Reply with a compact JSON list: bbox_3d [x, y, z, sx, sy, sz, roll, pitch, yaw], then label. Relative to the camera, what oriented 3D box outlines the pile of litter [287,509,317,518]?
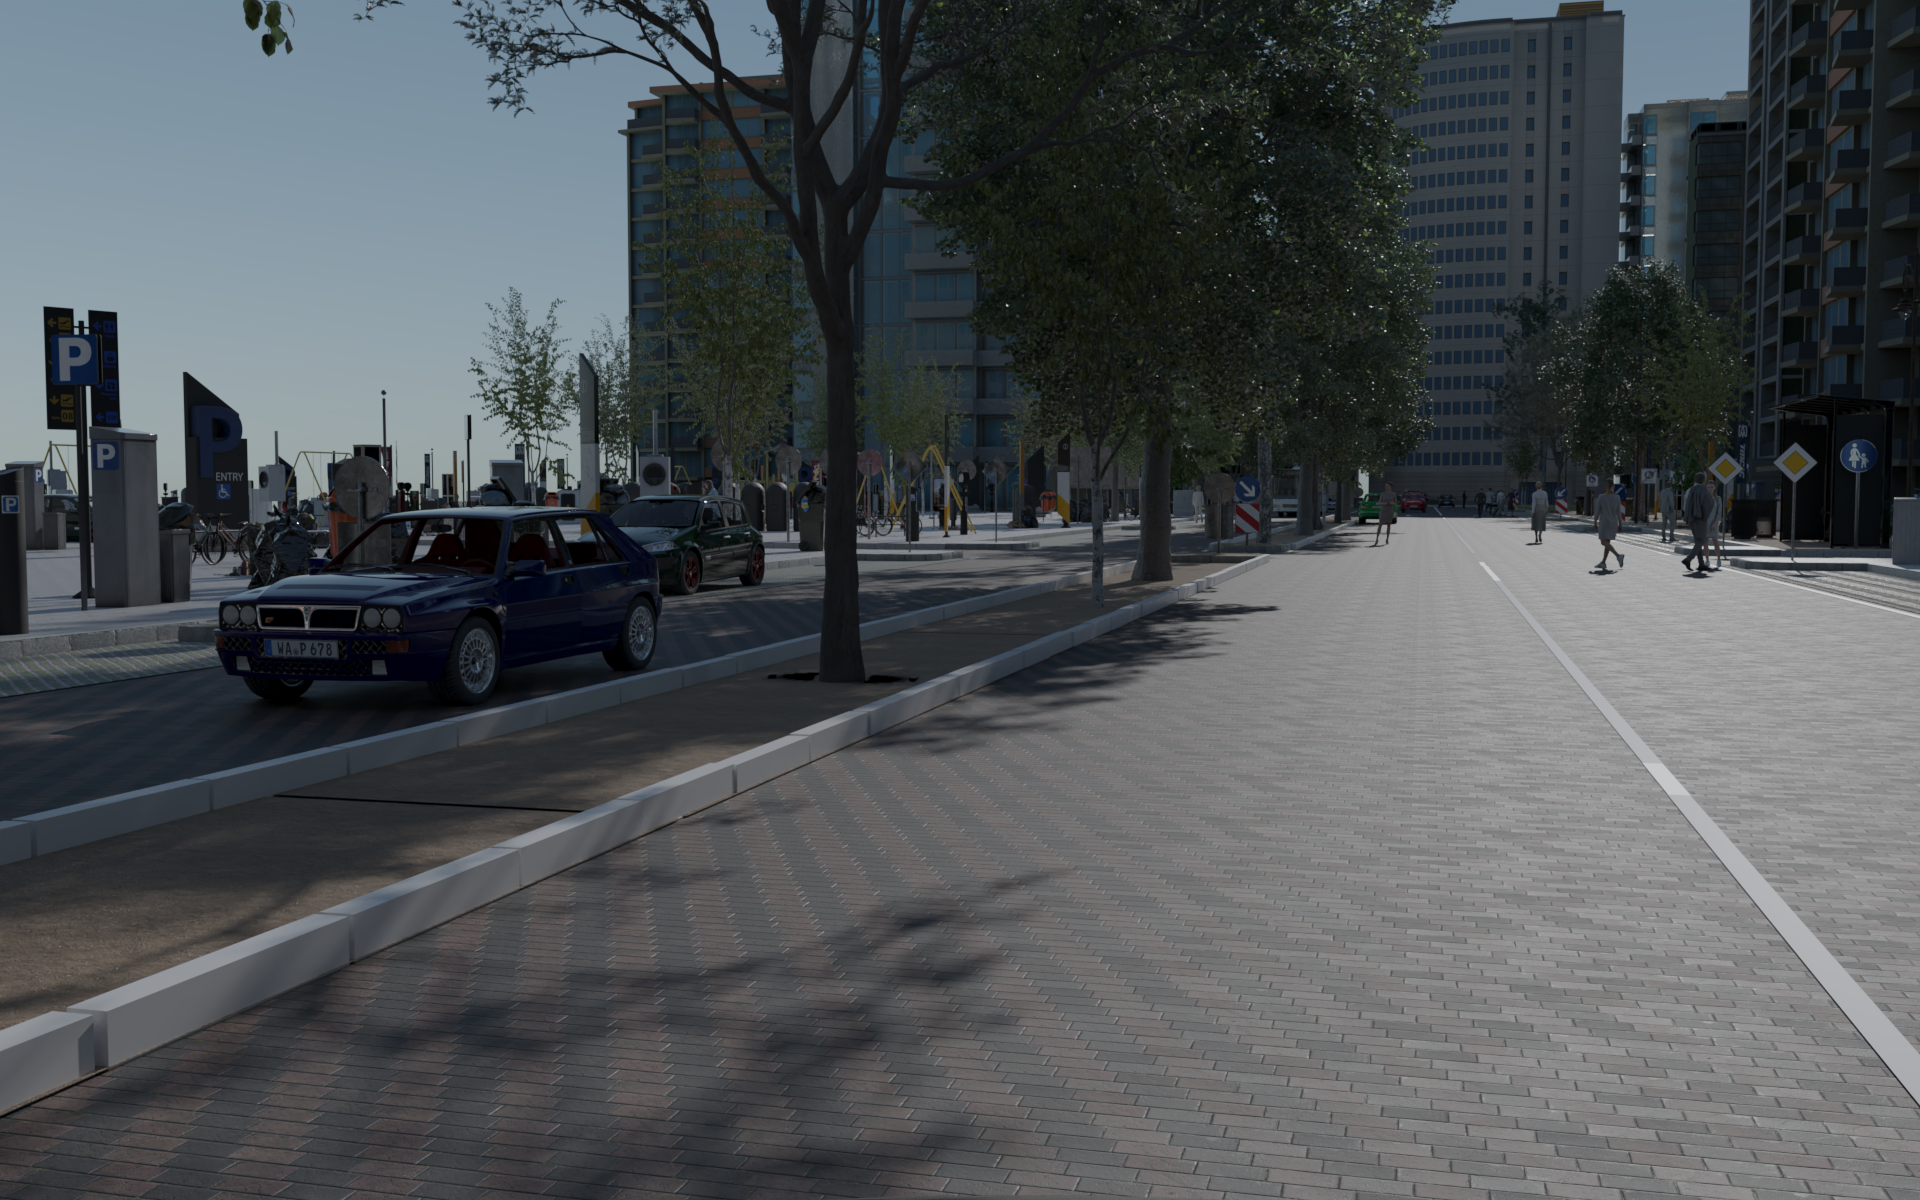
[{"bbox_3d":[-15.443,-1.656,41.041,1.719,0.858,1.176,0,4,5],"label":"pile of litter"}]

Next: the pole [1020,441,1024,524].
[{"bbox_3d":[2.398,-4.476,67.028,0.158,3.312,0.155,0,3,0],"label":"pole"}]

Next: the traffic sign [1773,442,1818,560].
[{"bbox_3d":[16.131,-1.827,33.511,0.795,2.450,0.064,1,4,15],"label":"traffic sign"}]

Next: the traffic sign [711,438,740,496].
[{"bbox_3d":[-5.374,-2.414,39.572,0.768,2.556,0.104,2,4,24],"label":"traffic sign"}]

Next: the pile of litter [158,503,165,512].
[{"bbox_3d":[-37.115,-4.093,80.880,1.176,0.858,1.719,-3,5,-42],"label":"pile of litter"}]

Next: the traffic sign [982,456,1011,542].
[{"bbox_3d":[0.961,-2.581,45.842,0.795,2.450,0.064,1,4,15],"label":"traffic sign"}]

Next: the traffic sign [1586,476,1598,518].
[{"bbox_3d":[34.346,-5.628,94.146,0.606,2.300,0.079,1,4,20],"label":"traffic sign"}]

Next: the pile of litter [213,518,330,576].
[{"bbox_3d":[-10.967,-0.825,27.458,1.719,0.858,1.176,2,4,25],"label":"pile of litter"}]

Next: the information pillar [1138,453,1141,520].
[{"bbox_3d":[9.043,-5.843,86.886,0.183,3.616,0.504,0,4,3],"label":"information pillar"}]

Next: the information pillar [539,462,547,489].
[{"bbox_3d":[-27.504,-7.521,114.319,0.504,3.616,0.183,-3,5,-40],"label":"information pillar"}]

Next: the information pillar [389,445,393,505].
[{"bbox_3d":[-26.918,-5.539,81.923,0.183,3.616,0.504,0,4,-6],"label":"information pillar"}]

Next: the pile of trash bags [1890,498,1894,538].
[{"bbox_3d":[26.774,-2.570,51.769,3.447,1.369,1.912,3,4,38],"label":"pile of trash bags"}]

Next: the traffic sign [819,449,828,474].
[{"bbox_3d":[-3.516,-2.886,47.299,0.768,2.556,0.104,1,4,22],"label":"traffic sign"}]

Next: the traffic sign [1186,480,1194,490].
[{"bbox_3d":[15.877,-7.297,119.306,0.884,2.594,0.081,1,4,17],"label":"traffic sign"}]

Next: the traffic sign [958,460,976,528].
[{"bbox_3d":[0.241,-3.961,64.862,0.768,2.556,0.104,2,4,25],"label":"traffic sign"}]

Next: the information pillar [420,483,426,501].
[{"bbox_3d":[-36.071,-6.845,116.409,0.304,2.012,0.304,1,4,17],"label":"information pillar"}]

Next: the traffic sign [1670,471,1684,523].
[{"bbox_3d":[31.314,-4.498,75.672,0.606,2.300,0.079,2,4,24],"label":"traffic sign"}]

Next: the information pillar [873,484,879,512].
[{"bbox_3d":[-6.007,-7.308,123.971,0.304,2.012,0.304,-3,5,-43],"label":"information pillar"}]

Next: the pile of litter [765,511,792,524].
[{"bbox_3d":[-7.959,-3.666,73.911,1.719,0.858,1.176,-1,4,-13],"label":"pile of litter"}]

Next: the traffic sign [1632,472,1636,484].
[{"bbox_3d":[37.773,-5.890,96.402,0.768,2.556,0.104,1,4,19],"label":"traffic sign"}]

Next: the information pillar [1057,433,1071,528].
[{"bbox_3d":[3.925,-4.522,65.289,0.504,3.616,0.183,2,4,27],"label":"information pillar"}]

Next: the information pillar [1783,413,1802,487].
[{"bbox_3d":[23.310,-3.498,48.549,0.504,3.616,0.183,1,4,19],"label":"information pillar"}]

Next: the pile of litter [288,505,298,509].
[{"bbox_3d":[-26.598,-3.327,68.354,1.176,0.858,1.719,-1,4,-10],"label":"pile of litter"}]

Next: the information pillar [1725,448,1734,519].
[{"bbox_3d":[39.283,-5.930,88.311,0.183,3.616,0.504,0,4,-2],"label":"information pillar"}]

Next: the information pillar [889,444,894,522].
[{"bbox_3d":[-3.153,-5.446,80.399,0.183,3.616,0.504,-1,4,-16],"label":"information pillar"}]

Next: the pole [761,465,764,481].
[{"bbox_3d":[-14.033,-7.918,123.298,0.158,3.312,0.155,0,3,0],"label":"pole"}]

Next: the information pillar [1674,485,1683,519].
[{"bbox_3d":[36.552,-5.117,88.160,0.304,2.012,0.304,0,4,-1],"label":"information pillar"}]

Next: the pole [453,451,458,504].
[{"bbox_3d":[-23.710,-5.354,81.375,0.158,3.312,0.155,0,3,0],"label":"pole"}]

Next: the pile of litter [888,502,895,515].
[{"bbox_3d":[-3.948,-5.519,104.194,1.176,0.858,1.719,-3,5,-43],"label":"pile of litter"}]

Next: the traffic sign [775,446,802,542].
[{"bbox_3d":[-4.584,-2.819,46.194,0.768,2.556,0.104,1,4,19],"label":"traffic sign"}]

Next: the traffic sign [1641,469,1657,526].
[{"bbox_3d":[27.792,-4.146,69.910,0.606,2.300,0.079,1,4,16],"label":"traffic sign"}]

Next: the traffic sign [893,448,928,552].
[{"bbox_3d":[-1.103,-2.109,38.127,0.795,2.450,0.064,1,4,15],"label":"traffic sign"}]

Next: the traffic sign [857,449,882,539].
[{"bbox_3d":[-2.569,-2.985,48.915,0.768,2.556,0.104,1,4,18],"label":"traffic sign"}]

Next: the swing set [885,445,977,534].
[{"bbox_3d":[-0.935,-3.626,56.900,2.862,2.851,3.119,0,4,-2],"label":"swing set"}]

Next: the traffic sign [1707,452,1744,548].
[{"bbox_3d":[18.196,-2.299,41.226,0.795,2.450,0.064,1,4,15],"label":"traffic sign"}]

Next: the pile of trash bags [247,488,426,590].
[{"bbox_3d":[-8.110,-0.774,22.415,1.912,1.369,3.447,-2,4,-27],"label":"pile of trash bags"}]

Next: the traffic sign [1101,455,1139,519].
[{"bbox_3d":[8.067,-5.766,88.139,2.265,3.308,0.079,1,4,19],"label":"traffic sign"}]

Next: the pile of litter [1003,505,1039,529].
[{"bbox_3d":[2.269,-3.120,64.985,1.719,0.858,1.176,-3,4,-39],"label":"pile of litter"}]

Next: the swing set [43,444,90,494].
[{"bbox_3d":[-27.851,-3.536,55.434,2.862,2.851,3.119,1,4,13],"label":"swing set"}]

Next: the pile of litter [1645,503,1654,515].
[{"bbox_3d":[42.523,-5.698,107.132,1.176,0.858,1.719,3,4,37],"label":"pile of litter"}]

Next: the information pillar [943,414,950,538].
[{"bbox_3d":[-0.385,-3.662,51.222,0.183,3.616,0.504,0,4,8],"label":"information pillar"}]

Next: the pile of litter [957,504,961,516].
[{"bbox_3d":[-0.084,-5.518,104.183,1.176,0.858,1.719,3,4,36],"label":"pile of litter"}]

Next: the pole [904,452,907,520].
[{"bbox_3d":[-2.679,-5.553,84.630,0.158,3.312,0.155,0,3,0],"label":"pole"}]

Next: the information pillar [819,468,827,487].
[{"bbox_3d":[-3.819,-2.730,49.121,0.304,2.012,0.304,-1,4,-9],"label":"information pillar"}]

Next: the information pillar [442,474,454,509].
[{"bbox_3d":[-18.492,-3.553,62.576,0.304,2.012,0.304,2,4,32],"label":"information pillar"}]

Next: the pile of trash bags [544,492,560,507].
[{"bbox_3d":[-18.512,-4.538,83.949,3.447,1.369,1.912,2,4,27],"label":"pile of trash bags"}]

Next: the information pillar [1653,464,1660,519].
[{"bbox_3d":[35.741,-5.960,88.796,0.183,3.616,0.504,3,4,36],"label":"information pillar"}]

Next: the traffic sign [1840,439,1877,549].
[{"bbox_3d":[20.910,-2.462,40.353,0.768,2.556,0.104,1,4,23],"label":"traffic sign"}]

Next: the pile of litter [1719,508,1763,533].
[{"bbox_3d":[25.845,-2.649,57.283,1.719,0.858,1.176,-1,4,-12],"label":"pile of litter"}]

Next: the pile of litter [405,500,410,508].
[{"bbox_3d":[-41.126,-6.987,128.207,1.719,0.858,1.176,-3,5,-42],"label":"pile of litter"}]

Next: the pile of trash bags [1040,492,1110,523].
[{"bbox_3d":[5.089,-4.234,78.973,3.447,1.369,1.912,3,4,37],"label":"pile of trash bags"}]

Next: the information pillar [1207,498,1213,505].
[{"bbox_3d":[16.192,-6.584,112.147,0.304,2.012,0.304,2,4,28],"label":"information pillar"}]

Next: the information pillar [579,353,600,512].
[{"bbox_3d":[-6.135,-2.282,28.672,0.183,3.616,0.504,-3,5,-42],"label":"information pillar"}]

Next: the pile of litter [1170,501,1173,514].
[{"bbox_3d":[13.612,-5.991,111.913,1.719,0.858,1.176,2,4,32],"label":"pile of litter"}]

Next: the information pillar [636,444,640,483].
[{"bbox_3d":[-15.158,-5.523,81.648,0.183,3.616,0.504,-1,4,-22],"label":"information pillar"}]

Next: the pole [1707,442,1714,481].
[{"bbox_3d":[29.361,-4.524,67.808,0.158,3.312,0.155,0,3,0],"label":"pole"}]

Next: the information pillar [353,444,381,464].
[{"bbox_3d":[-8.799,-1.301,25.762,0.304,2.012,0.304,3,5,45],"label":"information pillar"}]

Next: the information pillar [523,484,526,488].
[{"bbox_3d":[-32.707,-7.691,130.234,0.304,2.012,0.304,3,4,36],"label":"information pillar"}]

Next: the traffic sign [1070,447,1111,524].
[{"bbox_3d":[5.406,-4.950,74.799,2.265,3.308,0.079,1,4,17],"label":"traffic sign"}]
